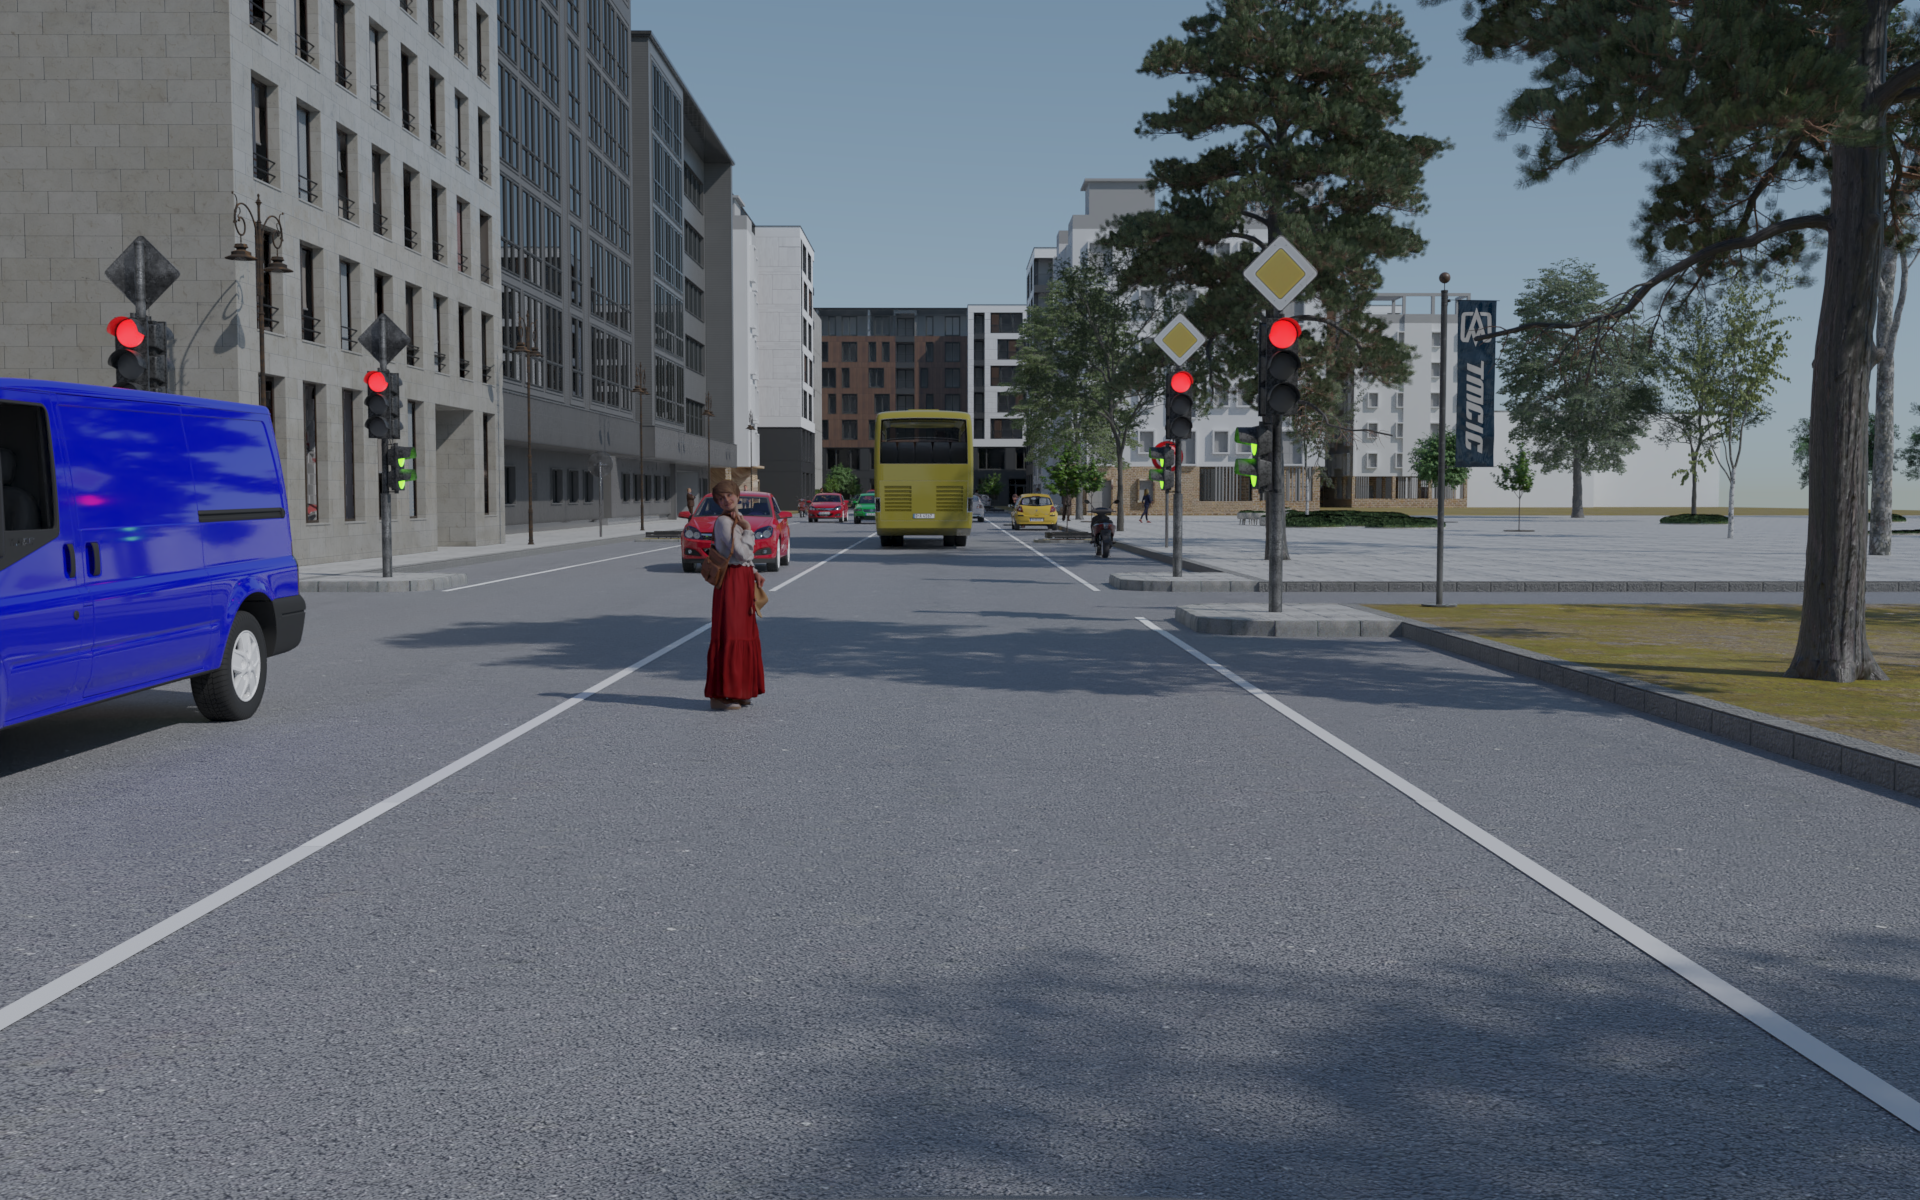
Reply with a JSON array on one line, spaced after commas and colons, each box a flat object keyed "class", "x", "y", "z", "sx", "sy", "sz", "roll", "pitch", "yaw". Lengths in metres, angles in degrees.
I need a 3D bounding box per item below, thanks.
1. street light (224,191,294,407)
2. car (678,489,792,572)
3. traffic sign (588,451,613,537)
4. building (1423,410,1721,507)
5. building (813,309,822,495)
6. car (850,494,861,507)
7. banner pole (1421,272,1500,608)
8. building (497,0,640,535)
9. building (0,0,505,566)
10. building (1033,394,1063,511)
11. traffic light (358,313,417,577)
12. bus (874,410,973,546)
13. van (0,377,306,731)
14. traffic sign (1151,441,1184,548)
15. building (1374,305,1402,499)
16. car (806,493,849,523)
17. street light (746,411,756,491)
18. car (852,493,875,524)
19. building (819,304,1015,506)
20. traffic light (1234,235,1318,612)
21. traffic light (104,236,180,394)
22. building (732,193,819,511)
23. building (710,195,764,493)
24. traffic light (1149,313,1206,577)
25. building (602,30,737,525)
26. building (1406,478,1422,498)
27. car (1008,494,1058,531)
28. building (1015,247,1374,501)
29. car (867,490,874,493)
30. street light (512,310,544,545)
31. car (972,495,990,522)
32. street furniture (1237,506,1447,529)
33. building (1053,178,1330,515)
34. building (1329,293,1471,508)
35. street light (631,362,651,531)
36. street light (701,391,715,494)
[{"class": "street light", "x": -10.794, "y": -3.305, "z": 26.823, "sx": 0.468, "sy": 5.910, "sz": 1.993, "roll": 0, "pitch": 4, "yaw": 0}, {"class": "car", "x": -4.263, "y": -1.480, "z": 33.238, "sx": 2.155, "sy": 1.783, "sz": 4.494, "roll": 0, "pitch": 4, "yaw": -2}, {"class": "traffic sign", "x": -10.734, "y": -3.154, "z": 51.679, "sx": 0.768, "sy": 2.556, "sz": 0.104, "roll": 0, "pitch": 4, "yaw": 3}, {"class": "building", "x": 61.849, "y": -14.130, "z": 173.165, "sx": 28.070, "sy": 9.664, "sz": 9.099, "roll": 0, "pitch": 4, "yaw": 0}, {"class": "building", "x": -29.732, "y": -18.425, "z": 167.705, "sx": 31.486, "sy": 18.905, "sz": 16.747, "roll": 0, "pitch": 4, "yaw": 0}, {"class": "car", "x": -9.852, "y": -9.829, "z": 172.506, "sx": 2.131, "sy": 1.459, "sz": 4.920, "roll": 0, "pitch": 4, "yaw": 1}, {"class": "banner pole", "x": 5.695, "y": -1.814, "z": 19.675, "sx": 0.863, "sy": 3.779, "sz": 0.401, "roll": 0, "pitch": 4, "yaw": -8}, {"class": "building", "x": -19.734, "y": -16.118, "z": 57.038, "sx": 14.314, "sy": 27.812, "sz": 24.014, "roll": 0, "pitch": 4, "yaw": 0}, {"class": "building", "x": -16.931, "y": -11.083, "z": 35.956, "sx": 10.420, "sy": 20.320, "sz": 16.860, "roll": 0, "pitch": 4, "yaw": 0}, {"class": "building", "x": 10.592, "y": -11.473, "z": 129.732, "sx": 9.099, "sy": 9.664, "sz": 28.070, "roll": 0, "pitch": 4, "yaw": 0}, {"class": "traffic light", "x": -8.814, "y": -2.284, "z": 26.596, "sx": 0.839, "sy": 4.213, "sz": 0.868, "roll": 0, "pitch": 4, "yaw": 0}, {"class": "bus", "x": -1.066, "y": -3.587, "z": 50.201, "sx": 2.896, "sy": 3.916, "sz": 12.252, "roll": 0, "pitch": 4, "yaw": -1}, {"class": "van", "x": -5.419, "y": -0.302, "z": 9.318, "sx": 2.240, "sy": 2.365, "sz": 5.245, "roll": 0, "pitch": 4, "yaw": -1}, {"class": "traffic sign", "x": 4.952, "y": -2.527, "z": 41.422, "sx": 0.768, "sy": 2.556, "sz": 0.104, "roll": 0, "pitch": 4, "yaw": 6}, {"class": "building", "x": 31.191, "y": -21.833, "z": 200.943, "sx": 32.646, "sy": 21.610, "sz": 27.936, "roll": 0, "pitch": 4, "yaw": 0}, {"class": "car", "x": -6.734, "y": -4.861, "z": 88.522, "sx": 2.155, "sy": 1.783, "sz": 4.494, "roll": 0, "pitch": 4, "yaw": 1}, {"class": "street light", "x": -11.424, "y": -7.461, "z": 94.779, "sx": 0.468, "sy": 5.910, "sz": 1.993, "roll": 0, "pitch": 4, "yaw": 0}, {"class": "car", "x": -4.230, "y": -4.619, "z": 84.311, "sx": 1.959, "sy": 1.807, "sz": 4.718, "roll": 0, "pitch": 4, "yaw": -1}, {"class": "building", "x": -1.452, "y": -21.802, "z": 200.438, "sx": 32.646, "sy": 21.610, "sz": 27.936, "roll": 0, "pitch": 4, "yaw": 0}, {"class": "traffic light", "x": 3.411, "y": -1.803, "z": 18.723, "sx": 0.839, "sy": 4.213, "sz": 0.868, "roll": 0, "pitch": 4, "yaw": 0}, {"class": "traffic light", "x": -8.750, "y": -1.796, "z": 18.611, "sx": 0.839, "sy": 4.213, "sz": 0.868, "roll": 0, "pitch": 4, "yaw": 0}, {"class": "building", "x": -26.040, "y": -17.478, "z": 129.745, "sx": 27.936, "sy": 21.610, "sz": 32.646, "roll": 0, "pitch": 4, "yaw": 0}, {"class": "building", "x": -20.555, "y": -15.369, "z": 107.698, "sx": 16.016, "sy": 20.091, "sz": 11.380, "roll": 0, "pitch": 4, "yaw": 0}, {"class": "traffic light", "x": 3.347, "y": -2.291, "z": 26.708, "sx": 0.839, "sy": 4.213, "sz": 0.868, "roll": 0, "pitch": 4, "yaw": 0}, {"class": "building", "x": -19.848, "y": -16.262, "z": 84.947, "sx": 14.314, "sy": 24.678, "sz": 30.058, "roll": 0, "pitch": 4, "yaw": 0}, {"class": "building", "x": 61.625, "y": -15.273, "z": 191.867, "sx": 28.070, "sy": 9.664, "sz": 9.099, "roll": 0, "pitch": 4, "yaw": 0}, {"class": "car", "x": 2.962, "y": -3.623, "z": 69.467, "sx": 2.015, "sy": 1.641, "sz": 3.980, "roll": 0, "pitch": 4, "yaw": -1}, {"class": "building", "x": 19.927, "y": -19.323, "z": 159.908, "sx": 27.936, "sy": 21.610, "sz": 32.646, "roll": 0, "pitch": 4, "yaw": 0}, {"class": "car", "x": -7.072, "y": -8.407, "z": 146.124, "sx": 2.281, "sy": 1.827, "sz": 5.304, "roll": 0, "pitch": 4, "yaw": 1}, {"class": "street light", "x": -10.875, "y": -4.339, "z": 43.728, "sx": 0.468, "sy": 5.910, "sz": 1.993, "roll": 0, "pitch": 4, "yaw": 0}, {"class": "car", "x": 0.297, "y": -4.738, "z": 89.823, "sx": 2.083, "sy": 1.381, "sz": 4.827, "roll": 0, "pitch": 4, "yaw": -1}, {"class": "street furniture", "x": 14.676, "y": -3.237, "z": 68.559, "sx": 5.734, "sy": 0.657, "sz": 10.072, "roll": -1, "pitch": 4, "yaw": -11}, {"class": "building", "x": 14.019, "y": -15.490, "z": 109.687, "sx": 16.016, "sy": 20.091, "sz": 11.380, "roll": 0, "pitch": 4, "yaw": 0}, {"class": "building", "x": 42.050, "y": -19.141, "z": 169.369, "sx": 11.380, "sy": 20.091, "sz": 16.016, "roll": 0, "pitch": 4, "yaw": 0}, {"class": "street light", "x": -11.169, "y": -5.378, "z": 60.716, "sx": 0.468, "sy": 5.910, "sz": 1.993, "roll": 0, "pitch": 4, "yaw": 0}, {"class": "street light", "x": -11.299, "y": -6.434, "z": 77.978, "sx": 0.468, "sy": 5.910, "sz": 1.993, "roll": 0, "pitch": 4, "yaw": 0}]
